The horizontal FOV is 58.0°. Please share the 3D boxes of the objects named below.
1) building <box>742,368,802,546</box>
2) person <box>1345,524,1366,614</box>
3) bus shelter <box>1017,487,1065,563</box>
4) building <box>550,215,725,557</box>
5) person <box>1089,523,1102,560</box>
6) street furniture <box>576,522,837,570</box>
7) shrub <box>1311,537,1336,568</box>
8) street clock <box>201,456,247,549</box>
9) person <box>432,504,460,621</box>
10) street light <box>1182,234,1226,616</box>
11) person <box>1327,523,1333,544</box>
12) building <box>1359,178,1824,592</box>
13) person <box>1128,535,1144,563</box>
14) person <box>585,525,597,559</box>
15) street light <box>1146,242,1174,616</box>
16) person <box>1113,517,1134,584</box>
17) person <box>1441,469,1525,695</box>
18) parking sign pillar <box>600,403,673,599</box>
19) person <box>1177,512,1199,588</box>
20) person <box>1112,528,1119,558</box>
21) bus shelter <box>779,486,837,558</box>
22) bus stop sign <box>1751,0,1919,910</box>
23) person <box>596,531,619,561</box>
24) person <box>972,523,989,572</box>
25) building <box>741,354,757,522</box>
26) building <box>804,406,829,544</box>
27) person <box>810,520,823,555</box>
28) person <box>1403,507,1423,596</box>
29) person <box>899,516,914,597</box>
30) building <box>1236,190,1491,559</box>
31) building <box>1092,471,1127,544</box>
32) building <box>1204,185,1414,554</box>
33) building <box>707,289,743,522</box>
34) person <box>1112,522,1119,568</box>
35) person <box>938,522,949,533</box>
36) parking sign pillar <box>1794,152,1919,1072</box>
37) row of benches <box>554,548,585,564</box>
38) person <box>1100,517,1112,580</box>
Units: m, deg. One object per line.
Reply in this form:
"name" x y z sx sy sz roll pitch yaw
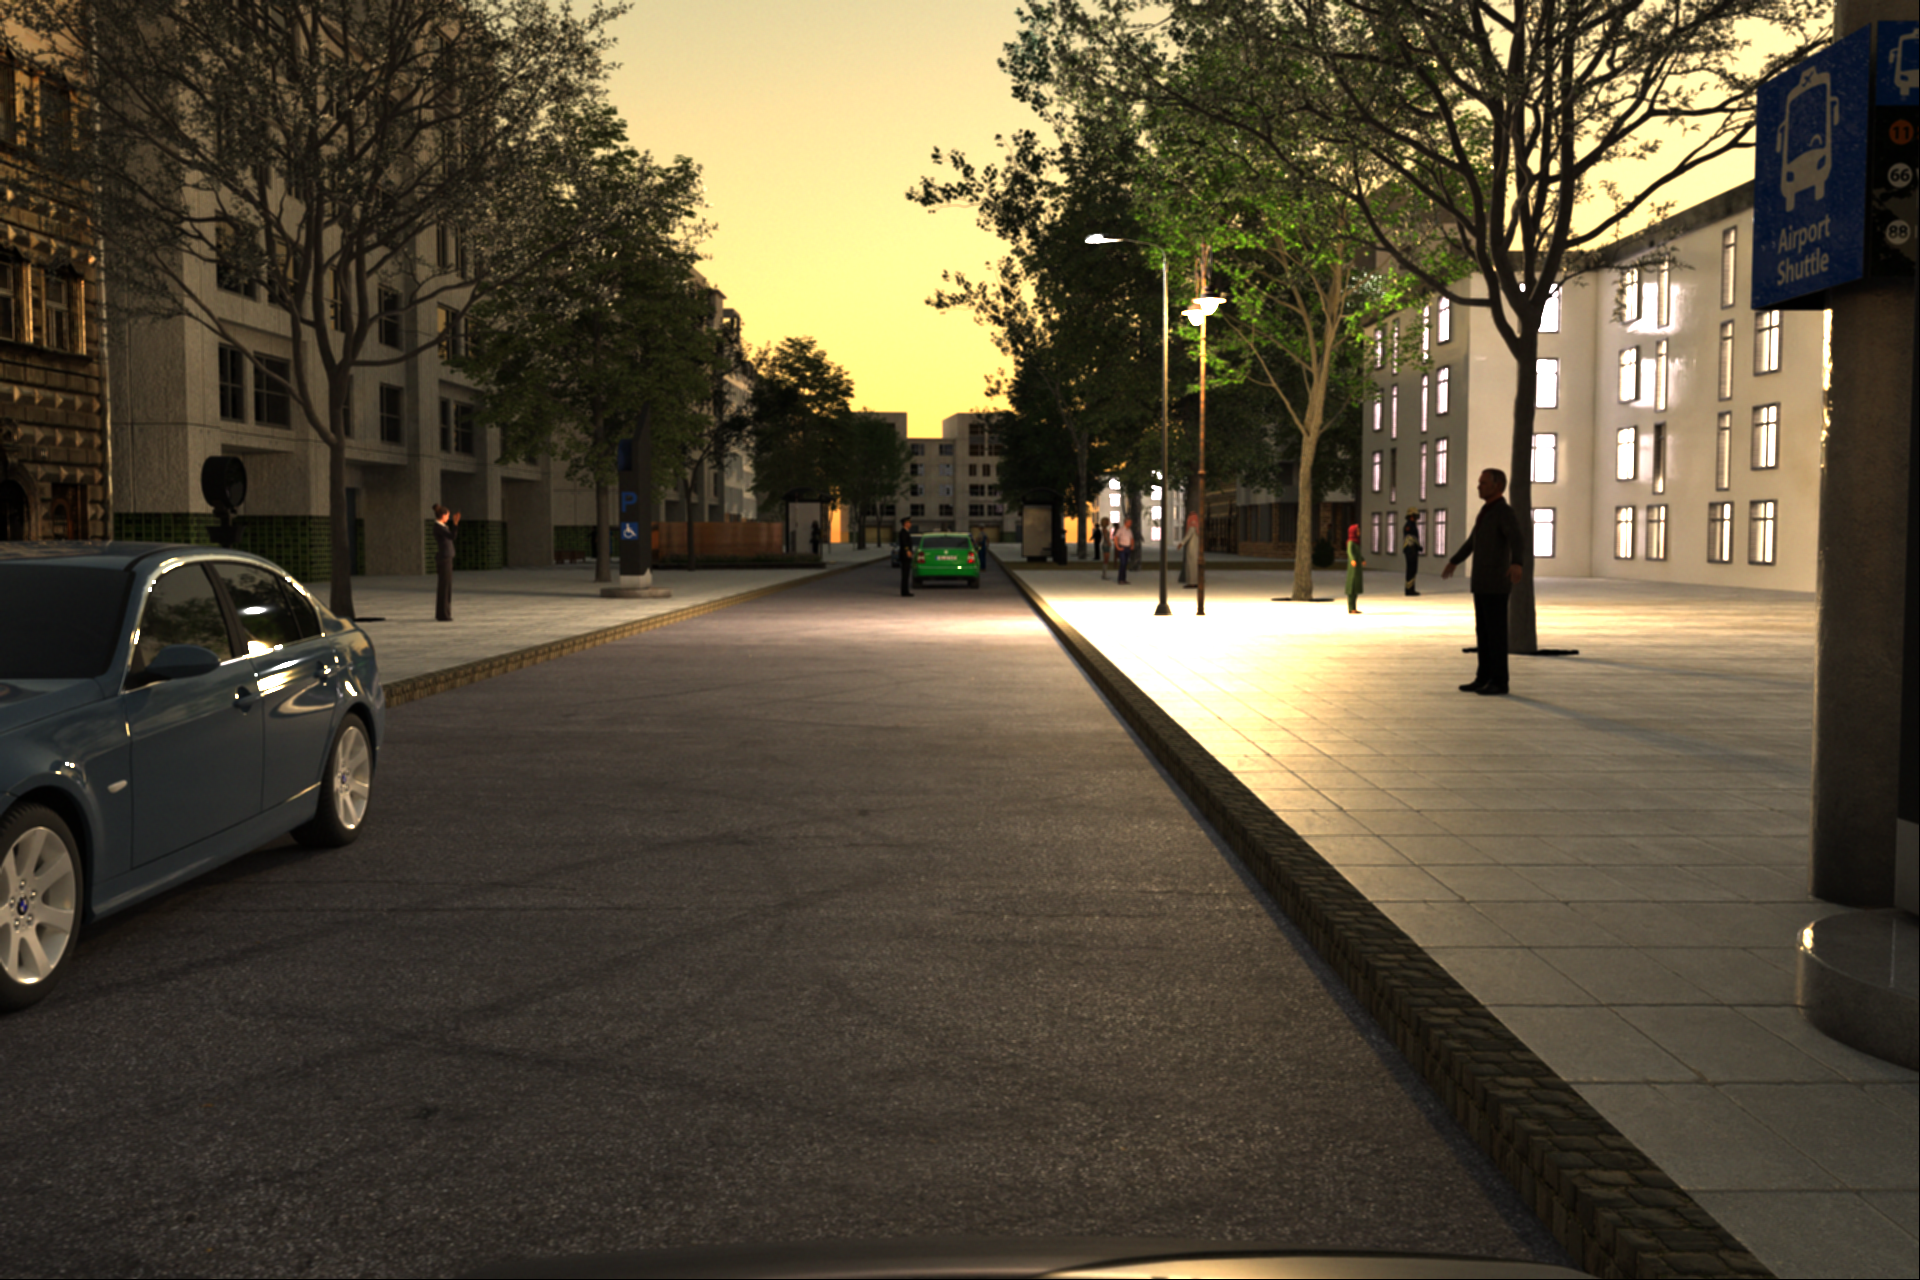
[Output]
"building" -28.206 -22.662 201.457 19.493 23.208 18.063 0 4 0
"person" 6.401 -1.141 27.863 0.599 1.438 0.989 1 4 23
"bus shelter" 3.600 -5.140 77.958 2.014 3.302 5.546 0 4 1
"building" -26.090 -15.023 112.077 16.747 18.905 31.486 0 4 1
"person" 6.768 -4.870 85.819 0.705 1.806 1.347 -1 4 -21
"street furniture" -8.261 -3.577 65.343 11.010 1.723 9.812 -1 4 -23
"shrub" 13.919 -3.379 66.366 1.383 1.207 1.383 0 3 0
"street clock" -6.834 -0.707 16.137 0.358 2.002 0.471 0 4 1
"person" -7.502 -1.142 25.521 0.742 1.727 0.445 2 4 34
"street light" 3.784 -3.319 27.055 0.468 5.910 1.993 0 3 0
"person" 17.722 -4.704 83.181 0.705 1.796 1.348 1 4 13
"building" 19.557 -6.693 51.577 9.099 9.664 28.070 0 4 0
"person" 7.531 -4.243 75.560 1.347 1.806 0.705 -2 4 -32
"person" -19.226 -5.137 90.707 0.721 1.740 1.216 2 4 27
"street light" 3.723 -3.327 26.940 1.470 5.913 1.316 0 4 0
"person" 4.272 -2.295 44.499 0.756 1.711 0.436 -3 4 -37
"person" 4.263 -0.477 13.983 0.705 1.807 1.348 0 4 -7
"parking sign pillar" -6.563 -2.846 35.003 1.447 3.967 1.447 0 4 0
"person" 5.506 -2.139 41.128 0.704 1.811 1.347 2 4 29
"person" 8.338 -5.248 91.654 0.705 1.847 1.347 2 4 33
"bus shelter" -6.626 -5.026 76.098 2.014 3.302 5.546 0 4 1
"bus stop sign" 3.331 -1.038 5.989 0.837 3.901 0.837 0 4 1
"person" -16.266 -4.512 79.898 0.704 1.817 1.347 3 5 45
"person" 0.812 -3.541 66.201 0.705 1.847 1.347 2 4 30
"building" -27.646 -19.715 178.756 16.016 20.090 11.380 0 4 1
"building" -27.670 -24.543 232.204 19.493 23.208 18.063 0 4 1
"person" -6.077 -4.083 72.542 0.705 1.856 1.354 -1 4 -14
"person" 9.447 -1.849 36.102 0.704 1.845 1.351 1 4 21
"person" -1.219 -1.926 39.877 0.705 1.837 1.347 0 4 0
"building" 21.548 -15.006 101.771 16.016 20.090 11.380 0 3 0
"building" 22.903 -17.616 230.164 9.099 9.664 28.070 0 4 0
"building" 26.730 -17.482 116.751 19.493 23.208 18.063 0 4 1
"building" -23.748 -17.050 135.179 16.016 20.090 11.380 0 4 1
"person" 6.079 -3.642 66.357 0.721 1.733 1.217 0 4 8
"person" -0.478 -2.810 54.528 1.348 1.813 0.705 2 4 32
"parking sign pillar" 2.936 -0.969 4.313 1.447 3.967 1.447 0 3 0
"row of benches" -17.135 -3.581 74.013 1.422 0.672 4.104 1 4 11
"person" 4.179 -2.573 48.674 0.721 1.753 1.214 0 4 3
